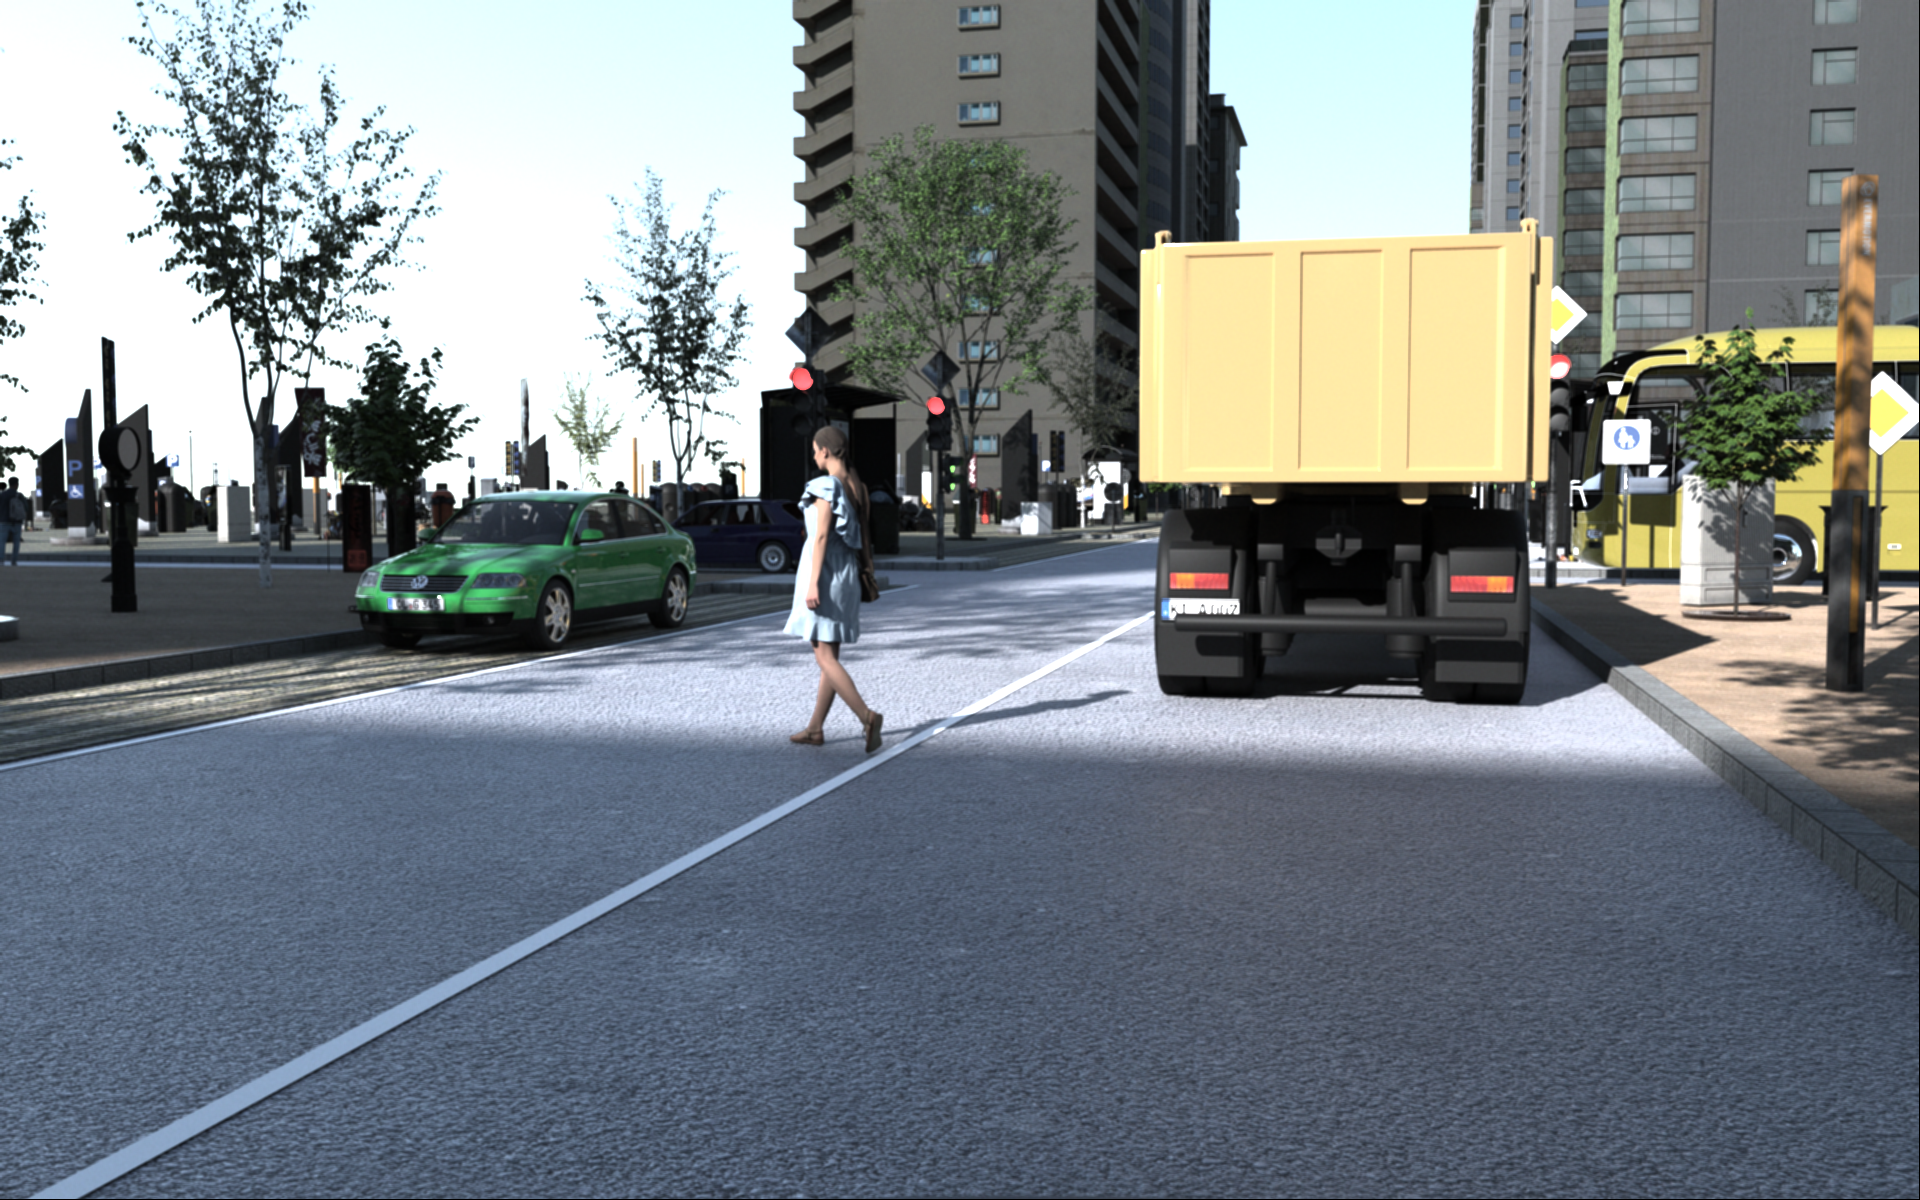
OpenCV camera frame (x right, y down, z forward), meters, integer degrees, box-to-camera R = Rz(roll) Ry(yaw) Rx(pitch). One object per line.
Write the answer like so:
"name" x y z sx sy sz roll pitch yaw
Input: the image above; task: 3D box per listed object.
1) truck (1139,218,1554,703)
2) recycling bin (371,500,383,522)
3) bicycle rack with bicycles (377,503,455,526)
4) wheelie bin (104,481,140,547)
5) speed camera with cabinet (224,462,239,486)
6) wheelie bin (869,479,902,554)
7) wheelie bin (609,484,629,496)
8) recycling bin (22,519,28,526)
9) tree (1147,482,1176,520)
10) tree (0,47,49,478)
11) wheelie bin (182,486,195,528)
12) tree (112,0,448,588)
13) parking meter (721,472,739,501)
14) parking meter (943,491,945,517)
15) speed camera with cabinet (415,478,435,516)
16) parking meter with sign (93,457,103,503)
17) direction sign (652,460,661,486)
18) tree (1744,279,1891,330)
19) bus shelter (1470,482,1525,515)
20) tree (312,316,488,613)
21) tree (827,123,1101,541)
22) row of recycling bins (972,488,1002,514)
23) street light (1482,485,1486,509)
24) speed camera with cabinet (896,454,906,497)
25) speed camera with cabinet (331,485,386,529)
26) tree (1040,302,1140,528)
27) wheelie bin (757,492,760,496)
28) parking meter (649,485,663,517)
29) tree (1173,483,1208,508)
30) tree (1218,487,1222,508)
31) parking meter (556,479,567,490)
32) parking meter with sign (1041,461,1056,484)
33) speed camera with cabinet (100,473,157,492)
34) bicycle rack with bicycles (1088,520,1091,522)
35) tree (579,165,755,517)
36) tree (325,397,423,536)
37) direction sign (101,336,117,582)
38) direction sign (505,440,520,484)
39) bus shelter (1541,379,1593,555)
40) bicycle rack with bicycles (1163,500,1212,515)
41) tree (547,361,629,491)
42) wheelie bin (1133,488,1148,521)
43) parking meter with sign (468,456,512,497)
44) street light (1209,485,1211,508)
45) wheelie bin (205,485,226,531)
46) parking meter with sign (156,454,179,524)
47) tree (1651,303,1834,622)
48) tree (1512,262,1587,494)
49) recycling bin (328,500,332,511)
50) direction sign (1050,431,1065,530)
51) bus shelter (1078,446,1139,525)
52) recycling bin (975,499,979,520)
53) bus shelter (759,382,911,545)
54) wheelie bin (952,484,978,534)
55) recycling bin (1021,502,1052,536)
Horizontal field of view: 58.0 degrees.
"truck" 3.473 -1.206 15.644 3.469 3.379 9.791 1 4 13
"recycling bin" -27.274 -4.146 80.337 0.722 1.027 0.722 3 5 43
"bicycle rack with bicycles" -21.965 -3.523 70.976 2.925 0.926 2.852 2 4 25
"wheelie bin" -20.245 -2.077 41.873 0.693 1.594 0.980 -3 5 -43
"speed camera with cabinet" -45.530 -6.895 107.073 0.660 3.252 2.038 1 4 20
"wheelie bin" -1.594 -1.783 37.059 0.693 1.594 0.980 0 4 -2
"wheelie bin" -10.784 -2.867 54.778 0.693 1.594 0.980 -1 4 -12
"recycling bin" -37.588 -3.448 68.926 0.722 1.027 0.722 -1 4 -12
"tree" 9.889 -5.676 87.401 1.663 3.219 1.824 0 3 0
"tree" -15.554 -4.617 25.848 4.737 8.622 4.395 0 3 0
"wheelie bin" -29.430 -3.536 65.723 0.693 1.594 0.980 -2 4 -35
"tree" -9.372 -4.466 23.376 4.360 8.622 3.978 0 3 0
"parking meter" -5.525 -2.196 41.620 0.399 1.863 0.255 0 4 -5
"parking meter" -1.029 -5.338 95.683 0.372 1.533 0.369 0 3 0
"speed camera with cabinet" -29.591 -6.215 95.949 0.660 3.252 2.038 1 4 17
"parking meter with sign" -40.713 -5.199 81.272 0.543 3.016 1.738 -1 4 -14
"direction sign" -20.096 -7.512 114.812 0.876 3.537 0.379 3 5 42
"tree" 28.648 -6.646 59.026 4.360 8.622 3.978 0 3 0
"bus shelter" 18.677 -4.062 60.332 2.014 3.302 5.546 1 4 13
"tree" -6.321 -1.493 19.014 1.663 3.219 1.824 0 3 0
"tree" 0.142 -7.484 48.116 9.928 11.665 9.643 0 3 0
"row of recycling bins" 2.126 -6.273 109.668 3.534 1.692 1.069 2 4 30
"street light" 14.099 -4.505 46.449 0.468 5.910 1.993 1 4 14
"speed camera with cabinet" -2.630 -5.562 85.275 0.660 3.252 2.038 3 5 43
"speed camera with cabinet" -21.849 -4.211 63.179 2.038 3.252 0.660 -1 4 -21
"tree" 4.929 -7.067 65.908 4.360 8.622 3.978 0 3 0
"wheelie bin" -7.438 -3.587 66.559 0.693 1.594 0.980 -2 4 -30
"parking meter" -8.482 -2.443 48.351 0.372 1.533 0.369 0 3 0
"tree" 12.898 -7.025 98.579 4.285 4.588 4.351 0 3 0
"tree" 17.321 -10.158 116.452 4.737 8.622 4.395 0 3 0
"parking meter" -15.717 -3.832 68.362 0.399 1.863 0.255 -1 4 -11
"parking meter with sign" 4.866 -5.810 91.262 0.543 3.016 1.738 2 4 24
"speed camera with cabinet" -36.383 -4.975 75.676 2.038 3.252 0.660 -1 4 -14
"bicycle rack with bicycles" 4.700 -4.012 78.981 2.925 0.926 2.852 -1 4 -17
"tree" -6.336 -5.411 38.839 4.360 8.622 3.978 0 3 0
"tree" -17.864 -4.235 52.962 4.285 4.588 4.351 0 3 0
"direction sign" -12.405 -2.038 25.324 0.379 3.537 0.876 -1 4 -16
"direction sign" -18.968 -4.982 73.446 0.876 3.537 0.379 3 4 37
"bus shelter" 13.540 -2.848 37.850 1.731 3.624 6.357 1 4 14
"bicycle rack with bicycles" 13.602 -5.651 105.774 2.925 0.926 2.852 3 5 40
"tree" -20.932 -8.958 96.827 4.737 8.622 4.395 0 3 0
"wheelie bin" 8.539 -4.528 81.941 0.693 1.594 0.980 0 4 -4
"parking meter with sign" -21.613 -5.088 79.449 1.738 3.016 0.543 1 4 10
"street light" 15.703 -8.320 108.827 0.468 5.910 1.993 1 4 14
"wheelie bin" -25.562 -3.177 59.856 0.693 1.594 0.980 1 4 20
"parking meter with sign" -34.575 -4.838 75.370 0.543 3.016 1.738 0 4 -2
"tree" 7.994 -1.412 17.690 1.663 3.219 1.824 0 3 0
"tree" 16.647 -6.221 52.073 4.360 8.622 3.978 0 3 0
"recycling bin" -26.229 -3.668 72.521 0.722 1.027 0.722 0 4 7
"direction sign" 3.489 -4.290 62.142 0.379 3.537 0.876 3 4 37
"bus shelter" 6.595 -4.963 75.068 2.014 3.302 5.546 1 4 14
"recycling bin" 0.475 -4.529 86.607 0.722 1.027 0.722 -2 4 -27
"bus shelter" -2.744 -2.950 39.520 1.731 3.624 6.357 1 4 13
"wheelie bin" 0.170 -2.924 55.716 0.693 1.594 0.980 -2 4 -28
"recycling bin" 2.383 -2.524 53.824 0.722 1.027 0.722 -3 5 -43
